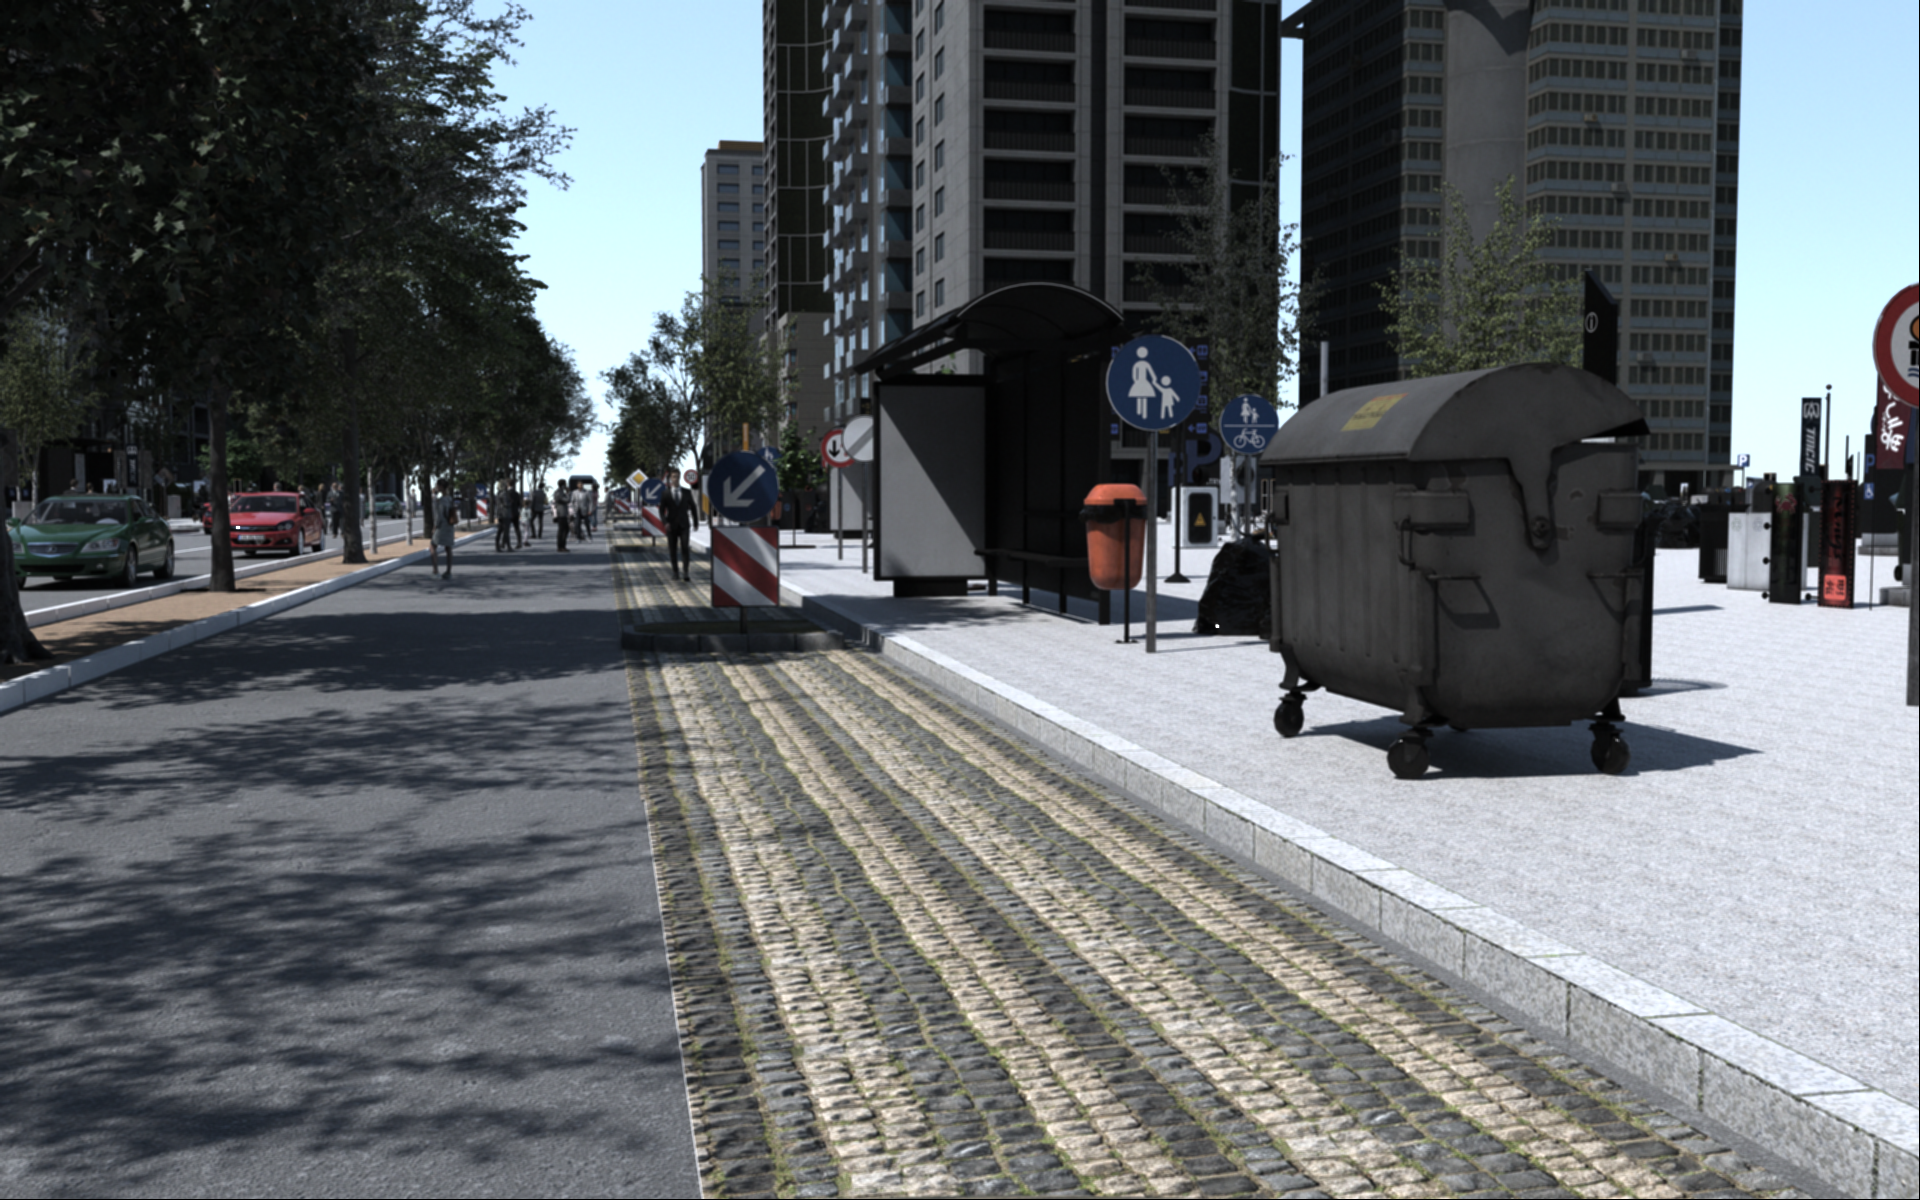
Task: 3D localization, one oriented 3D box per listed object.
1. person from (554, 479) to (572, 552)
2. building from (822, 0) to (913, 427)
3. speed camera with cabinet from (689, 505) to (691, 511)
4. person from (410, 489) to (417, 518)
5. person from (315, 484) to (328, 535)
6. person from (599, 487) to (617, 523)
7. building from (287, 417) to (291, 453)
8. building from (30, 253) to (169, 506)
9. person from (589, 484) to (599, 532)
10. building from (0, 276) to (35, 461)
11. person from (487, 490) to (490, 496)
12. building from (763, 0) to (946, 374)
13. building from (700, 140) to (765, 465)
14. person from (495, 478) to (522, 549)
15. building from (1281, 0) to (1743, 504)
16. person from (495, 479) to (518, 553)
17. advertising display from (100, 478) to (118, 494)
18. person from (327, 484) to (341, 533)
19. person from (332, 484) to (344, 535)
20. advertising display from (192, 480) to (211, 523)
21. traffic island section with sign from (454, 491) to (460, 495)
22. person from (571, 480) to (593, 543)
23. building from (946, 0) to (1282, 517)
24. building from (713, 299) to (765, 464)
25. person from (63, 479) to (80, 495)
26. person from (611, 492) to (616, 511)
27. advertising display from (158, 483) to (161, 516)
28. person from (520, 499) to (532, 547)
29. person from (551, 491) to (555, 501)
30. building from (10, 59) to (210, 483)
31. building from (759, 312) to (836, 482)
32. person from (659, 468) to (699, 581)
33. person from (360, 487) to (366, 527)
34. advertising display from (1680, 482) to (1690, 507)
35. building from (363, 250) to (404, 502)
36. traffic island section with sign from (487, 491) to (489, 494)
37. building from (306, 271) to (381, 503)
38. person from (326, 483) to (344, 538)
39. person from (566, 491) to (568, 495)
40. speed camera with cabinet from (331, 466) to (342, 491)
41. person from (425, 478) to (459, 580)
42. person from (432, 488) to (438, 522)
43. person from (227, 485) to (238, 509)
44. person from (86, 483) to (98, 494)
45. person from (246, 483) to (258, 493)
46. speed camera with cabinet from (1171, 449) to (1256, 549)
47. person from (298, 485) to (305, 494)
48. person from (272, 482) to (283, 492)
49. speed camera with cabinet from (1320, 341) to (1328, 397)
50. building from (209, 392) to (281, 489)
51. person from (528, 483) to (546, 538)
[{"bbox_3d":[-9.802,-2.087,42.805,0.473,1.802,0.592,0,4,-4],"label":"person"},{"bbox_3d":[1.510,-31.434,133.553,23.786,49.044,30.456,-1,4,-12],"label":"building"},{"bbox_3d":[-20.185,-8.545,134.049,0.660,3.252,2.038,1,4,23],"label":"speed camera with cabinet"},{"bbox_3d":[-32.800,-5.811,104.082,0.524,1.755,0.480,2,4,33],"label":"person"},{"bbox_3d":[-22.748,-3.230,61.529,0.699,1.804,1.509,-1,4,-10],"label":"person"},{"bbox_3d":[-17.193,-4.642,84.678,0.850,1.792,0.678,0,3,0],"label":"person"},{"bbox_3d":[-78.049,-30.495,182.179,14.154,41.232,14.086,-1,4,-12],"label":"building"},{"bbox_3d":[-65.359,-18.454,120.803,14.460,24.649,34.723,-1,4,-12],"label":"building"},{"bbox_3d":[-14.030,-3.534,66.296,0.388,1.821,0.555,-3,5,-40],"label":"person"},{"bbox_3d":[-59.271,-15.283,91.673,13.314,21.916,24.055,-1,4,-12],"label":"building"},{"bbox_3d":[-39.734,-8.425,146.648,0.661,1.777,0.834,-3,5,-44],"label":"person"},{"bbox_3d":[-14.084,-46.809,203.576,20.563,71.187,20.611,-1,4,-12],"label":"building"},{"bbox_3d":[-33.339,-46.093,295.619,21.231,58.520,28.212,-1,4,-12],"label":"building"},{"bbox_3d":[-11.805,-2.267,45.346,0.755,1.850,0.659,2,4,24],"label":"person"},{"bbox_3d":[37.559,-25.922,115.700,23.993,40.220,32.217,-1,4,-12],"label":"building"},{"bbox_3d":[-11.158,-2.069,42.509,0.526,1.800,0.537,-1,4,-22],"label":"person"},{"bbox_3d":[-34.789,-4.014,70.840,0.123,1.923,0.974,0,4,7],"label":"advertising display"},{"bbox_3d":[-23.138,-3.403,64.313,0.728,1.800,0.709,0,4,-7],"label":"person"},{"bbox_3d":[-21.609,-3.153,60.448,0.834,1.777,0.661,3,5,44],"label":"person"},{"bbox_3d":[-34.123,-4.461,78.151,0.974,1.923,0.123,-3,5,-43],"label":"advertising display"},{"bbox_3d":[-56.899,-11.474,196.226,1.989,1.847,2.006,-1,4,-12],"label":"traffic island section with sign"},{"bbox_3d":[-11.045,-2.589,50.677,0.661,1.843,0.795,0,4,5],"label":"person"},{"bbox_3d":[8.957,-40.686,103.471,20.611,71.187,20.563,-1,4,-12],"label":"building"},{"bbox_3d":[-29.379,-29.911,260.743,14.160,30.474,14.107,-1,4,-12],"label":"building"},{"bbox_3d":[-24.994,-2.480,48.828,0.659,1.850,0.755,1,4,17],"label":"person"},{"bbox_3d":[-28.797,-8.147,143.513,0.589,1.601,0.330,0,4,-7],"label":"person"},{"bbox_3d":[-41.061,-5.117,88.882,0.123,1.923,0.974,-2,4,-24],"label":"advertising display"},{"bbox_3d":[-11.822,-2.111,47.287,0.425,1.301,0.394,2,4,26],"label":"person"},{"bbox_3d":[-49.767,-12.491,212.708,1.348,1.826,0.705,-3,4,-36],"label":"person"},{"bbox_3d":[-74.692,-43.456,148.759,20.563,71.187,20.611,-1,4,-12],"label":"building"},{"bbox_3d":[-5.807,-20.583,181.571,27.650,21.520,28.899,-1,4,-12],"label":"building"},{"bbox_3d":[-4.608,-1.232,28.420,0.659,1.850,0.755,-1,4,-11],"label":"person"},{"bbox_3d":[-25.982,-4.040,75.119,0.480,1.755,0.524,-3,5,-43],"label":"person"},{"bbox_3d":[39.700,-5.483,94.856,0.123,1.923,0.974,0,4,-2],"label":"advertising display"},{"bbox_3d":[-100.346,-44.644,271.930,21.231,58.520,28.212,-1,4,-12],"label":"building"},{"bbox_3d":[-67.822,-14.692,248.844,1.989,1.847,2.006,-1,4,-12],"label":"traffic island section with sign"},{"bbox_3d":[-100.102,-33.875,245.731,32.217,40.220,23.993,-1,4,-12],"label":"building"},{"bbox_3d":[-20.364,-2.931,56.600,0.661,1.801,0.590,-2,4,-24],"label":"person"},{"bbox_3d":[-33.265,-8.466,146.935,0.388,1.821,0.555,-1,4,-23],"label":"person"},{"bbox_3d":[-43.998,-7.873,123.053,0.660,3.252,2.038,-3,5,-44],"label":"speed camera with cabinet"},{"bbox_3d":[-8.706,-1.205,29.203,0.522,1.701,0.512,0,4,4],"label":"person"},{"bbox_3d":[-26.914,-4.873,88.740,0.524,1.755,0.480,2,4,34],"label":"person"},{"bbox_3d":[-24.371,-2.982,58.090,0.563,1.720,0.643,2,4,35],"label":"person"},{"bbox_3d":[-26.896,-2.745,53.722,0.374,1.781,0.599,3,4,36],"label":"person"},{"bbox_3d":[-30.560,-4.094,74.793,0.474,1.900,0.648,3,5,40],"label":"person"},{"bbox_3d":[6.031,-2.861,41.110,2.038,3.252,0.660,-2,4,-25],"label":"speed camera with cabinet"},{"bbox_3d":[-27.564,-3.909,72.635,0.641,1.798,0.478,-2,4,-32],"label":"person"},{"bbox_3d":[-20.070,-2.565,50.840,0.834,1.777,0.661,2,4,32],"label":"person"},{"bbox_3d":[4.836,-1.684,21.862,0.660,3.252,2.038,0,4,7],"label":"speed camera with cabinet"},{"bbox_3d":[-74.074,-31.655,167.673,14.600,45.320,14.200,-1,4,-12],"label":"building"},{"bbox_3d":[-13.661,-2.891,55.944,0.592,1.802,0.473,-2,4,-25],"label":"person"}]
